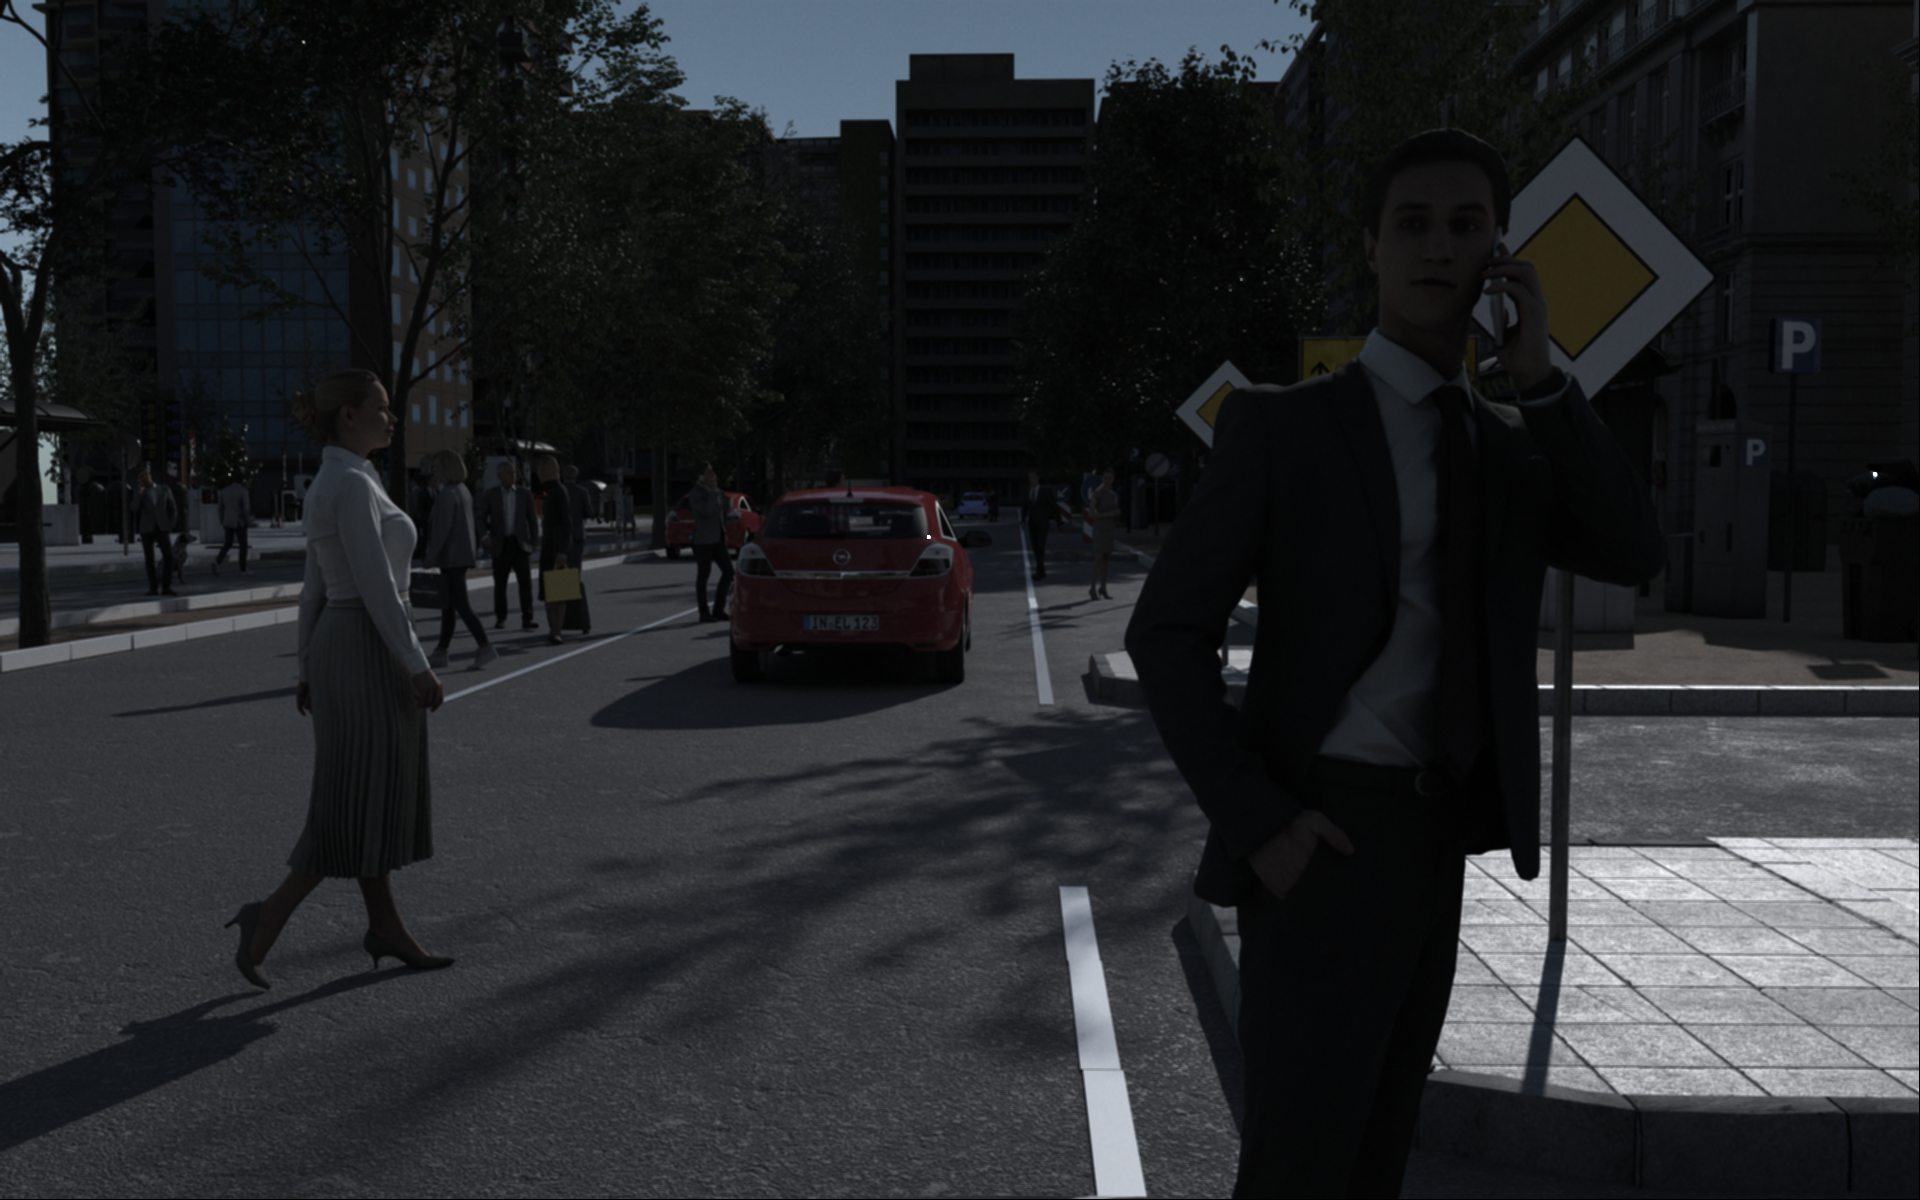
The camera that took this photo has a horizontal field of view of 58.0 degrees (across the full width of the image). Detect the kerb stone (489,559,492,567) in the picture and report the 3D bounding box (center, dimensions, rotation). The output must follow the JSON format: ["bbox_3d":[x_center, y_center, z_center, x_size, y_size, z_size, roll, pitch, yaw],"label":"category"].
[{"bbox_3d":[-9.169,-0.715,33.887,0.120,0.150,1.000,0,4,2],"label":"kerb stone"}]

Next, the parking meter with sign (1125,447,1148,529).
[{"bbox_3d":[6.553,-4.126,63.713,0.543,3.016,1.738,-1,4,-9],"label":"parking meter with sign"}]

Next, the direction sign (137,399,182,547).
[{"bbox_3d":[-19.203,-3.039,41.681,0.876,3.537,0.379,-2,4,-34],"label":"direction sign"}]

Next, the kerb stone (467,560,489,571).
[{"bbox_3d":[-9.192,-0.652,32.860,0.120,0.150,1.000,0,4,2],"label":"kerb stone"}]

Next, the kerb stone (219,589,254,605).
[{"bbox_3d":[-9.532,-0.025,22.606,0.120,0.150,1.000,0,4,2],"label":"kerb stone"}]

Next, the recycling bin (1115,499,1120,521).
[{"bbox_3d":[7.375,-4.341,83.532,0.722,1.027,0.722,-2,4,-27],"label":"recycling bin"}]

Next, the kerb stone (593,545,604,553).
[{"bbox_3d":[-8.892,-1.216,42.073,0.120,0.150,1.000,0,4,2],"label":"kerb stone"}]

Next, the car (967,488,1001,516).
[{"bbox_3d":[1.561,-6.580,116.261,2.281,1.827,5.304,0,4,3],"label":"car"}]

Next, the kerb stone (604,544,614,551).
[{"bbox_3d":[-8.862,-1.278,43.097,0.120,0.150,1.000,0,4,2],"label":"kerb stone"}]

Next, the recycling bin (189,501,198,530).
[{"bbox_3d":[-27.485,-3.034,62.156,0.722,1.027,0.722,0,4,-7],"label":"recycling bin"}]

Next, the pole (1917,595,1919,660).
[{"bbox_3d":[7.532,-1.191,13.324,0.158,3.312,0.155,0,3,0],"label":"pole"}]

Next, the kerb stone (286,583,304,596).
[{"bbox_3d":[-9.469,-0.151,24.670,0.120,0.150,1.000,0,4,2],"label":"kerb stone"}]

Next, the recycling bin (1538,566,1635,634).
[{"bbox_3d":[5.838,-0.229,16.303,0.722,1.027,0.722,-1,4,-17],"label":"recycling bin"}]

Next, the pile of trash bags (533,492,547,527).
[{"bbox_3d":[-17.818,-3.543,67.684,3.447,1.369,1.912,0,4,-3],"label":"pile of trash bags"}]

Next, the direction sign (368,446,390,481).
[{"bbox_3d":[-19.344,-4.027,57.833,0.876,3.537,0.379,1,4,15],"label":"direction sign"}]

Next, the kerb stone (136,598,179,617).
[{"bbox_3d":[-9.606,0.100,20.562,0.120,0.150,1.000,0,4,2],"label":"kerb stone"}]

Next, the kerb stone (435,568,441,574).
[{"bbox_3d":[-9.262,-0.527,30.811,0.120,0.150,1.000,0,4,2],"label":"kerb stone"}]

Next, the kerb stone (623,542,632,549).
[{"bbox_3d":[-8.794,-1.402,45.142,0.120,0.150,1.000,0,4,2],"label":"kerb stone"}]

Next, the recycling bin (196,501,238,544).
[{"bbox_3d":[-19.276,-1.989,45.070,0.722,1.027,0.722,3,4,38],"label":"recycling bin"}]

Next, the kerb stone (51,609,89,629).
[{"bbox_3d":[-9.668,0.228,18.517,0.120,0.150,1.000,0,4,2],"label":"kerb stone"}]

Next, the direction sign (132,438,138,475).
[{"bbox_3d":[-33.249,-4.785,70.238,0.876,3.537,0.379,2,4,26],"label":"direction sign"}]

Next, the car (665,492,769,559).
[{"bbox_3d":[-5.463,-1.860,39.448,2.155,1.783,4.494,0,4,3],"label":"car"}]

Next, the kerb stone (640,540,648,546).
[{"bbox_3d":[-8.727,-1.528,47.186,0.120,0.150,1.000,0,4,2],"label":"kerb stone"}]

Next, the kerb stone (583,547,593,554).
[{"bbox_3d":[-8.931,-1.150,41.049,0.120,0.150,1.000,0,4,2],"label":"kerb stone"}]

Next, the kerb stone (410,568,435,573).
[{"bbox_3d":[-9.299,-0.464,29.790,0.120,0.150,1.000,0,4,2],"label":"kerb stone"}]

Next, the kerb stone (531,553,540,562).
[{"bbox_3d":[-9.055,-0.903,36.957,0.120,0.150,1.000,0,4,2],"label":"kerb stone"}]

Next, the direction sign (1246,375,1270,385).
[{"bbox_3d":[5.757,-2.517,33.150,0.876,3.537,0.379,-2,4,-30],"label":"direction sign"}]

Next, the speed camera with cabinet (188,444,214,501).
[{"bbox_3d":[-30.420,-4.526,68.333,2.038,3.252,0.660,2,4,25],"label":"speed camera with cabinet"}]

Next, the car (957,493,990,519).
[{"bbox_3d":[0.791,-5.563,100.549,1.945,1.707,3.694,0,4,1],"label":"car"}]

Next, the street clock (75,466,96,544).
[{"bbox_3d":[-22.538,-2.453,44.671,0.471,2.002,0.358,1,4,15],"label":"street clock"}]

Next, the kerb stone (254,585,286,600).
[{"bbox_3d":[-9.495,-0.087,23.629,0.120,0.150,1.000,0,4,2],"label":"kerb stone"}]

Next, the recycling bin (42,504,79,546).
[{"bbox_3d":[-22.321,-1.851,42.816,0.722,1.027,0.722,2,4,30],"label":"recycling bin"}]

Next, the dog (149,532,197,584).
[{"bbox_3d":[-12.692,-0.664,27.687,0.800,0.831,0.513,1,4,14],"label":"dog"}]

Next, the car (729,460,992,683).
[{"bbox_3d":[-0.807,-0.342,14.635,2.155,1.783,4.494,0,4,1],"label":"car"}]

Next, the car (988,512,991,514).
[{"bbox_3d":[1.470,-7.155,128.786,2.131,1.459,4.920,0,4,1],"label":"car"}]

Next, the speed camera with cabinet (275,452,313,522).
[{"bbox_3d":[-31.211,-5.303,81.047,0.660,3.252,2.038,2,4,24],"label":"speed camera with cabinet"}]

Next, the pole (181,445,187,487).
[{"bbox_3d":[-32.237,-4.781,72.009,0.158,3.312,0.155,0,3,0],"label":"pole"}]

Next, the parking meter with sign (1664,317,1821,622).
[{"bbox_3d":[8.050,-1.332,18.032,0.543,3.016,1.738,-1,4,-16],"label":"parking meter with sign"}]

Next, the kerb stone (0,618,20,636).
[{"bbox_3d":[-9.702,0.288,17.489,0.120,0.150,1.000,0,4,2],"label":"kerb stone"}]

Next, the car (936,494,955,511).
[{"bbox_3d":[-1.433,-8.427,148.000,2.015,1.641,3.980,0,4,1],"label":"car"}]

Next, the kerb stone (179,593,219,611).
[{"bbox_3d":[-9.562,0.037,21.584,0.120,0.150,1.000,0,4,2],"label":"kerb stone"}]

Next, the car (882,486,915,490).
[{"bbox_3d":[-2.868,-4.415,80.862,2.281,1.827,5.304,0,4,4],"label":"car"}]

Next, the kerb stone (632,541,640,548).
[{"bbox_3d":[-8.759,-1.464,46.164,0.120,0.150,1.000,0,4,2],"label":"kerb stone"}]

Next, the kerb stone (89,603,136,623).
[{"bbox_3d":[-9.634,0.163,19.538,0.120,0.150,1.000,0,4,2],"label":"kerb stone"}]

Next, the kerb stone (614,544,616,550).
[{"bbox_3d":[-8.825,-1.341,44.119,0.120,0.150,1.000,0,4,2],"label":"kerb stone"}]
